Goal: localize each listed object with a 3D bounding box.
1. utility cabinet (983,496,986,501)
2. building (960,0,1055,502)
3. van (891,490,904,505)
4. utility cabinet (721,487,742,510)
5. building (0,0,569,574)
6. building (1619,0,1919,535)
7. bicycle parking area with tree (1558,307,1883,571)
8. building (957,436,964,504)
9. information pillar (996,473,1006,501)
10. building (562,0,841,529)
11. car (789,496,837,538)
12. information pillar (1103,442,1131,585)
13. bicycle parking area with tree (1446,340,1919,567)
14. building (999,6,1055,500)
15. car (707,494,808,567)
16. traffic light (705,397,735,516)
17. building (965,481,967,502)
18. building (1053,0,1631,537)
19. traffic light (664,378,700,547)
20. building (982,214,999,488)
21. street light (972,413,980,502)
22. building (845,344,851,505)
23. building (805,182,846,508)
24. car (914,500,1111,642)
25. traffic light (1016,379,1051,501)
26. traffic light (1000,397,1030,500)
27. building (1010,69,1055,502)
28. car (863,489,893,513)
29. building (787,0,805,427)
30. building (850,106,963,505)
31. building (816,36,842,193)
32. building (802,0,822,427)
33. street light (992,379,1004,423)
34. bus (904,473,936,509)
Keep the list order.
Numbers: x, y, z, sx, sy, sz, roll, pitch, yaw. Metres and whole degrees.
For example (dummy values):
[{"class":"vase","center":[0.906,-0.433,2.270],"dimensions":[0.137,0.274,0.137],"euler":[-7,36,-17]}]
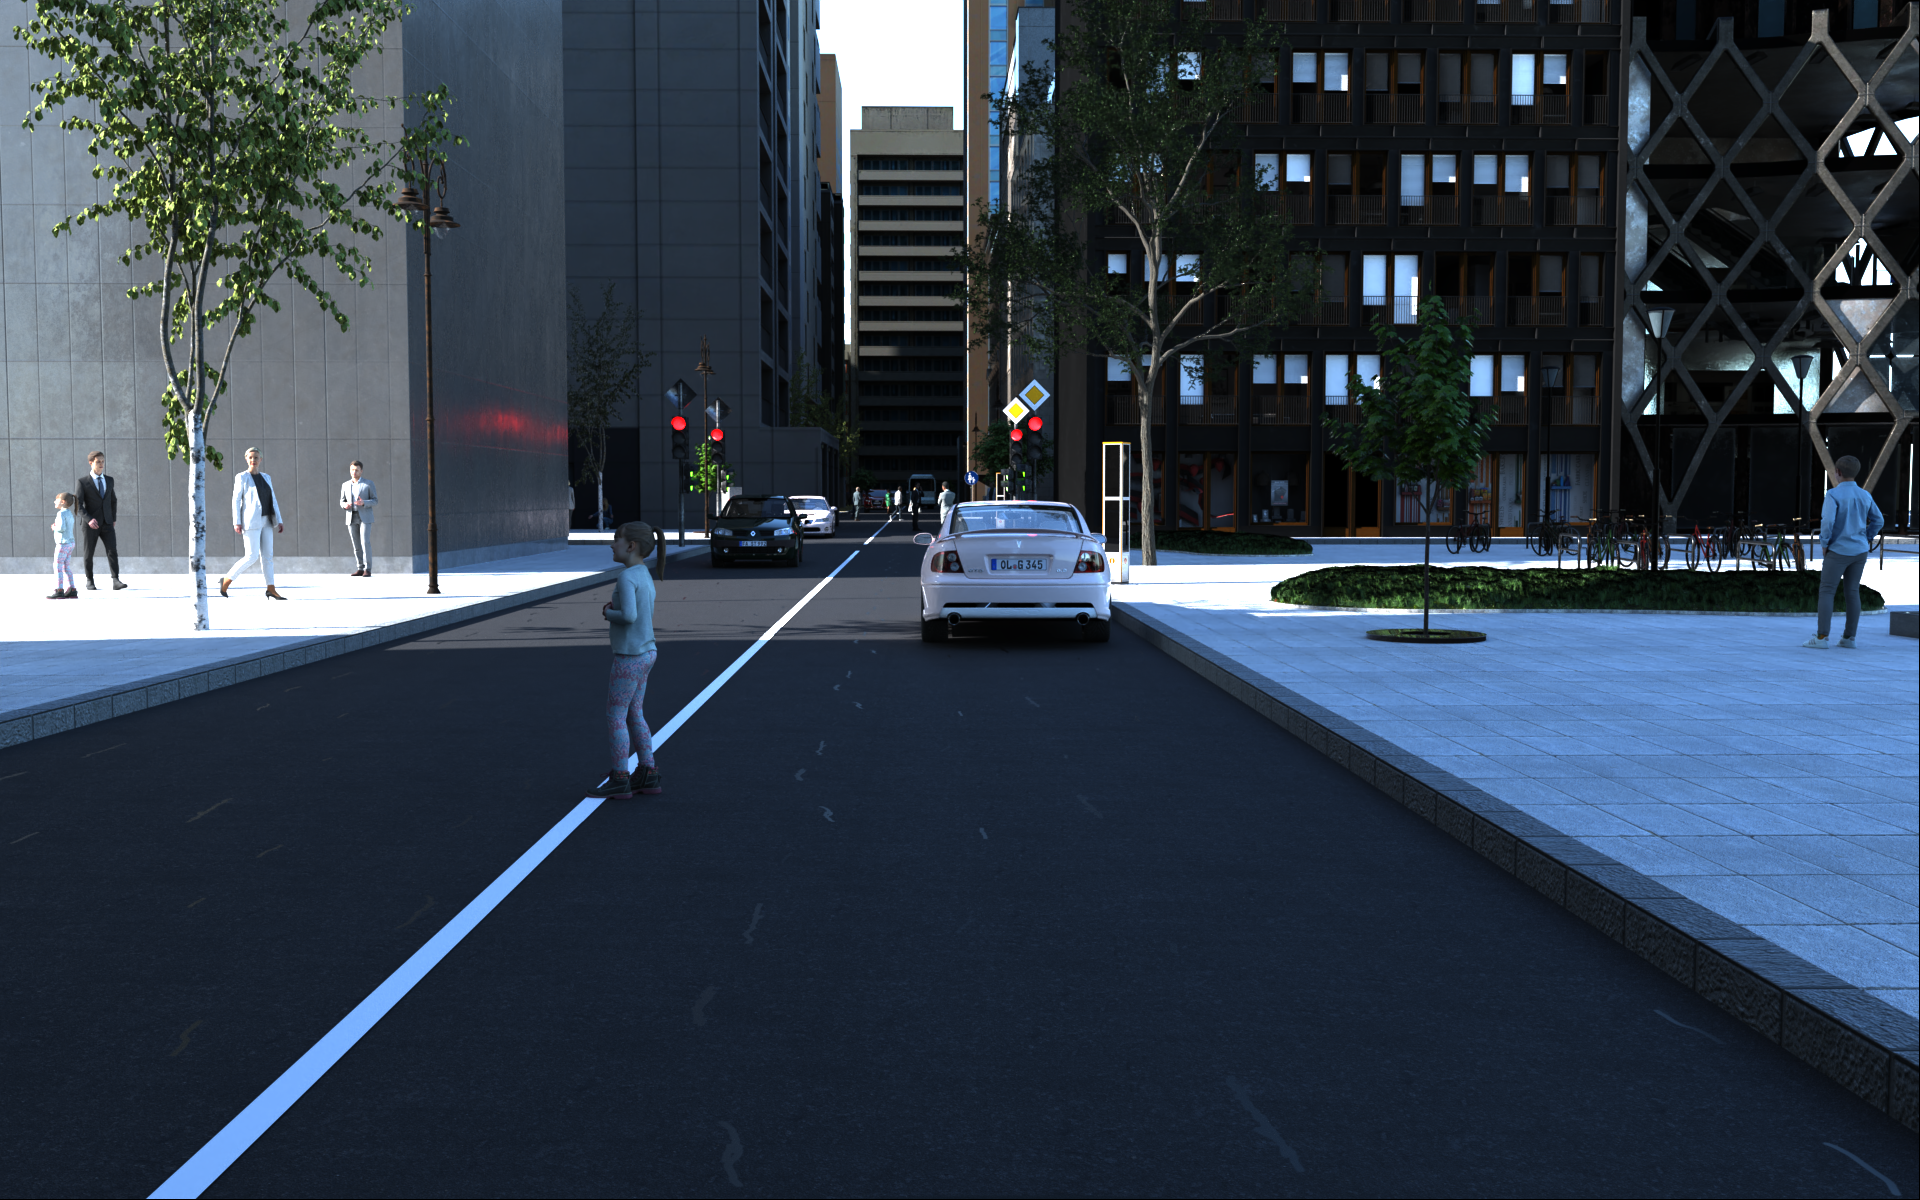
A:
[{"class":"utility cabinet","center":[1.161,-3.944,75.640],"dimensions":[0.306,1.237,1.020],"euler":[0,4,-4]},{"class":"building","center":[7.339,-29.543,133.140],"dimensions":[14.600,45.320,14.200],"euler":[0,4,-1]},{"class":"van","center":[-7.380,-11.595,196.585],"dimensions":[2.013,2.044,4.112],"euler":[0,4,-1]},{"class":"utility cabinet","center":[-7.198,-2.803,54.505],"dimensions":[0.318,1.500,1.173],"euler":[1,4,12]},{"class":"building","center":[-23.854,-13.128,33.712],"dimensions":[30.058,24.678,14.314],"euler":[0,4,-1]},{"class":"building","center":[27.978,-11.777,60.001],"dimensions":[16.811,18.784,16.820],"euler":[0,4,-1]},{"class":"bicycle parking area with tree","center":[13.378,-2.412,26.446],"dimensions":[8.231,4.147,9.016],"euler":[1,4,23]},{"class":"building","center":[11.201,-53.267,183.585],"dimensions":[22.319,86.520,31.000],"euler":[0,4,-1]},{"class":"information pillar","center":[1.420,-3.379,59.734],"dimensions":[0.304,2.012,0.304],"euler":[1,4,10]},{"class":"building","center":[-15.531,-38.712,71.195],"dimensions":[20.563,71.187,20.611],"euler":[0,4,-1]},{"class":"car","center":[-5.124,-2.780,57.819],"dimensions":[2.083,1.381,4.827],"euler":[0,4,-3]},{"class":"information pillar","center":[2.220,-1.230,24.595],"dimensions":[0.304,2.012,0.304],"euler":[2,4,28]},{"class":"bicycle parking area with tree","center":[15.440,-3.091,37.537],"dimensions":[9.016,4.147,8.231],"euler":[-3,5,-39]},{"class":"building","center":[8.595,-16.911,94.512],"dimensions":[12.078,24.808,19.932],"euler":[0,4,-1]},{"class":"car","center":[-4.093,-1.558,35.254],"dimensions":[2.009,1.686,4.222],"euler":[0,4,-3]},{"class":"traffic light","center":[-6.955,-3.740,50.074],"dimensions":[0.839,4.253,0.868],"euler":[0,4,-1]},{"class":"building","center":[7.353,-23.913,162.685],"dimensions":[14.160,30.474,14.107],"euler":[0,4,-1]},{"class":"building","center":[11.459,-13.876,56.555],"dimensions":[15.834,23.373,12.332],"euler":[0,4,-1]},{"class":"traffic light","center":[-6.763,-3.252,42.092],"dimensions":[0.839,4.253,0.868],"euler":[0,4,-1]},{"class":"building","center":[7.411,-17.066,115.179],"dimensions":[11.583,22.565,21.152],"euler":[0,4,-1]},{"class":"street light","center":[0.897,-7.601,97.058],"dimensions":[0.468,5.910,1.993],"euler":[0,4,-1]},{"class":"building","center":[-28.301,-23.151,223.556],"dimensions":[28.899,21.520,27.650],"euler":[0,4,-1]},{"class":"building","center":[-17.892,-23.711,159.384],"dimensions":[14.160,30.474,14.107],"euler":[0,4,-1]},{"class":"car","center":[0.541,-0.356,18.176],"dimensions":[2.083,1.381,4.827],"euler":[0,3,0]},{"class":"traffic light","center":[1.796,-3.266,42.313],"dimensions":[0.839,4.253,0.868],"euler":[0,4,-1]},{"class":"traffic light","center":[1.603,-3.754,50.296],"dimensions":[0.839,4.253,0.868],"euler":[0,4,-1]},{"class":"building","center":[7.864,-13.548,76.264],"dimensions":[10.420,20.320,16.860],"euler":[0,4,-1]},{"class":"car","center":[-6.246,-7.549,132.091],"dimensions":[2.281,1.827,5.304],"euler":[0,4,-1]},{"class":"building","center":[-20.864,-34.362,103.814],"dimensions":[21.231,58.520,28.212],"euler":[0,4,-1]},{"class":"building","center":[-2.977,-36.468,219.957],"dimensions":[21.600,48.544,21.300],"euler":[0,4,-1]},{"class":"building","center":[-18.962,-32.021,173.660],"dimensions":[14.600,45.320,14.200],"euler":[0,4,-1]},{"class":"building","center":[-25.080,-33.549,137.763],"dimensions":[28.713,52.752,27.495],"euler":[0,4,-1]},{"class":"street light","center":[1.513,-5.924,69.640],"dimensions":[0.468,5.910,1.993],"euler":[0,4,-1]},{"class":"bus","center":[-3.877,-10.688,169.605],"dimensions":[2.948,3.499,13.247],"euler":[0,4,-3]}]
